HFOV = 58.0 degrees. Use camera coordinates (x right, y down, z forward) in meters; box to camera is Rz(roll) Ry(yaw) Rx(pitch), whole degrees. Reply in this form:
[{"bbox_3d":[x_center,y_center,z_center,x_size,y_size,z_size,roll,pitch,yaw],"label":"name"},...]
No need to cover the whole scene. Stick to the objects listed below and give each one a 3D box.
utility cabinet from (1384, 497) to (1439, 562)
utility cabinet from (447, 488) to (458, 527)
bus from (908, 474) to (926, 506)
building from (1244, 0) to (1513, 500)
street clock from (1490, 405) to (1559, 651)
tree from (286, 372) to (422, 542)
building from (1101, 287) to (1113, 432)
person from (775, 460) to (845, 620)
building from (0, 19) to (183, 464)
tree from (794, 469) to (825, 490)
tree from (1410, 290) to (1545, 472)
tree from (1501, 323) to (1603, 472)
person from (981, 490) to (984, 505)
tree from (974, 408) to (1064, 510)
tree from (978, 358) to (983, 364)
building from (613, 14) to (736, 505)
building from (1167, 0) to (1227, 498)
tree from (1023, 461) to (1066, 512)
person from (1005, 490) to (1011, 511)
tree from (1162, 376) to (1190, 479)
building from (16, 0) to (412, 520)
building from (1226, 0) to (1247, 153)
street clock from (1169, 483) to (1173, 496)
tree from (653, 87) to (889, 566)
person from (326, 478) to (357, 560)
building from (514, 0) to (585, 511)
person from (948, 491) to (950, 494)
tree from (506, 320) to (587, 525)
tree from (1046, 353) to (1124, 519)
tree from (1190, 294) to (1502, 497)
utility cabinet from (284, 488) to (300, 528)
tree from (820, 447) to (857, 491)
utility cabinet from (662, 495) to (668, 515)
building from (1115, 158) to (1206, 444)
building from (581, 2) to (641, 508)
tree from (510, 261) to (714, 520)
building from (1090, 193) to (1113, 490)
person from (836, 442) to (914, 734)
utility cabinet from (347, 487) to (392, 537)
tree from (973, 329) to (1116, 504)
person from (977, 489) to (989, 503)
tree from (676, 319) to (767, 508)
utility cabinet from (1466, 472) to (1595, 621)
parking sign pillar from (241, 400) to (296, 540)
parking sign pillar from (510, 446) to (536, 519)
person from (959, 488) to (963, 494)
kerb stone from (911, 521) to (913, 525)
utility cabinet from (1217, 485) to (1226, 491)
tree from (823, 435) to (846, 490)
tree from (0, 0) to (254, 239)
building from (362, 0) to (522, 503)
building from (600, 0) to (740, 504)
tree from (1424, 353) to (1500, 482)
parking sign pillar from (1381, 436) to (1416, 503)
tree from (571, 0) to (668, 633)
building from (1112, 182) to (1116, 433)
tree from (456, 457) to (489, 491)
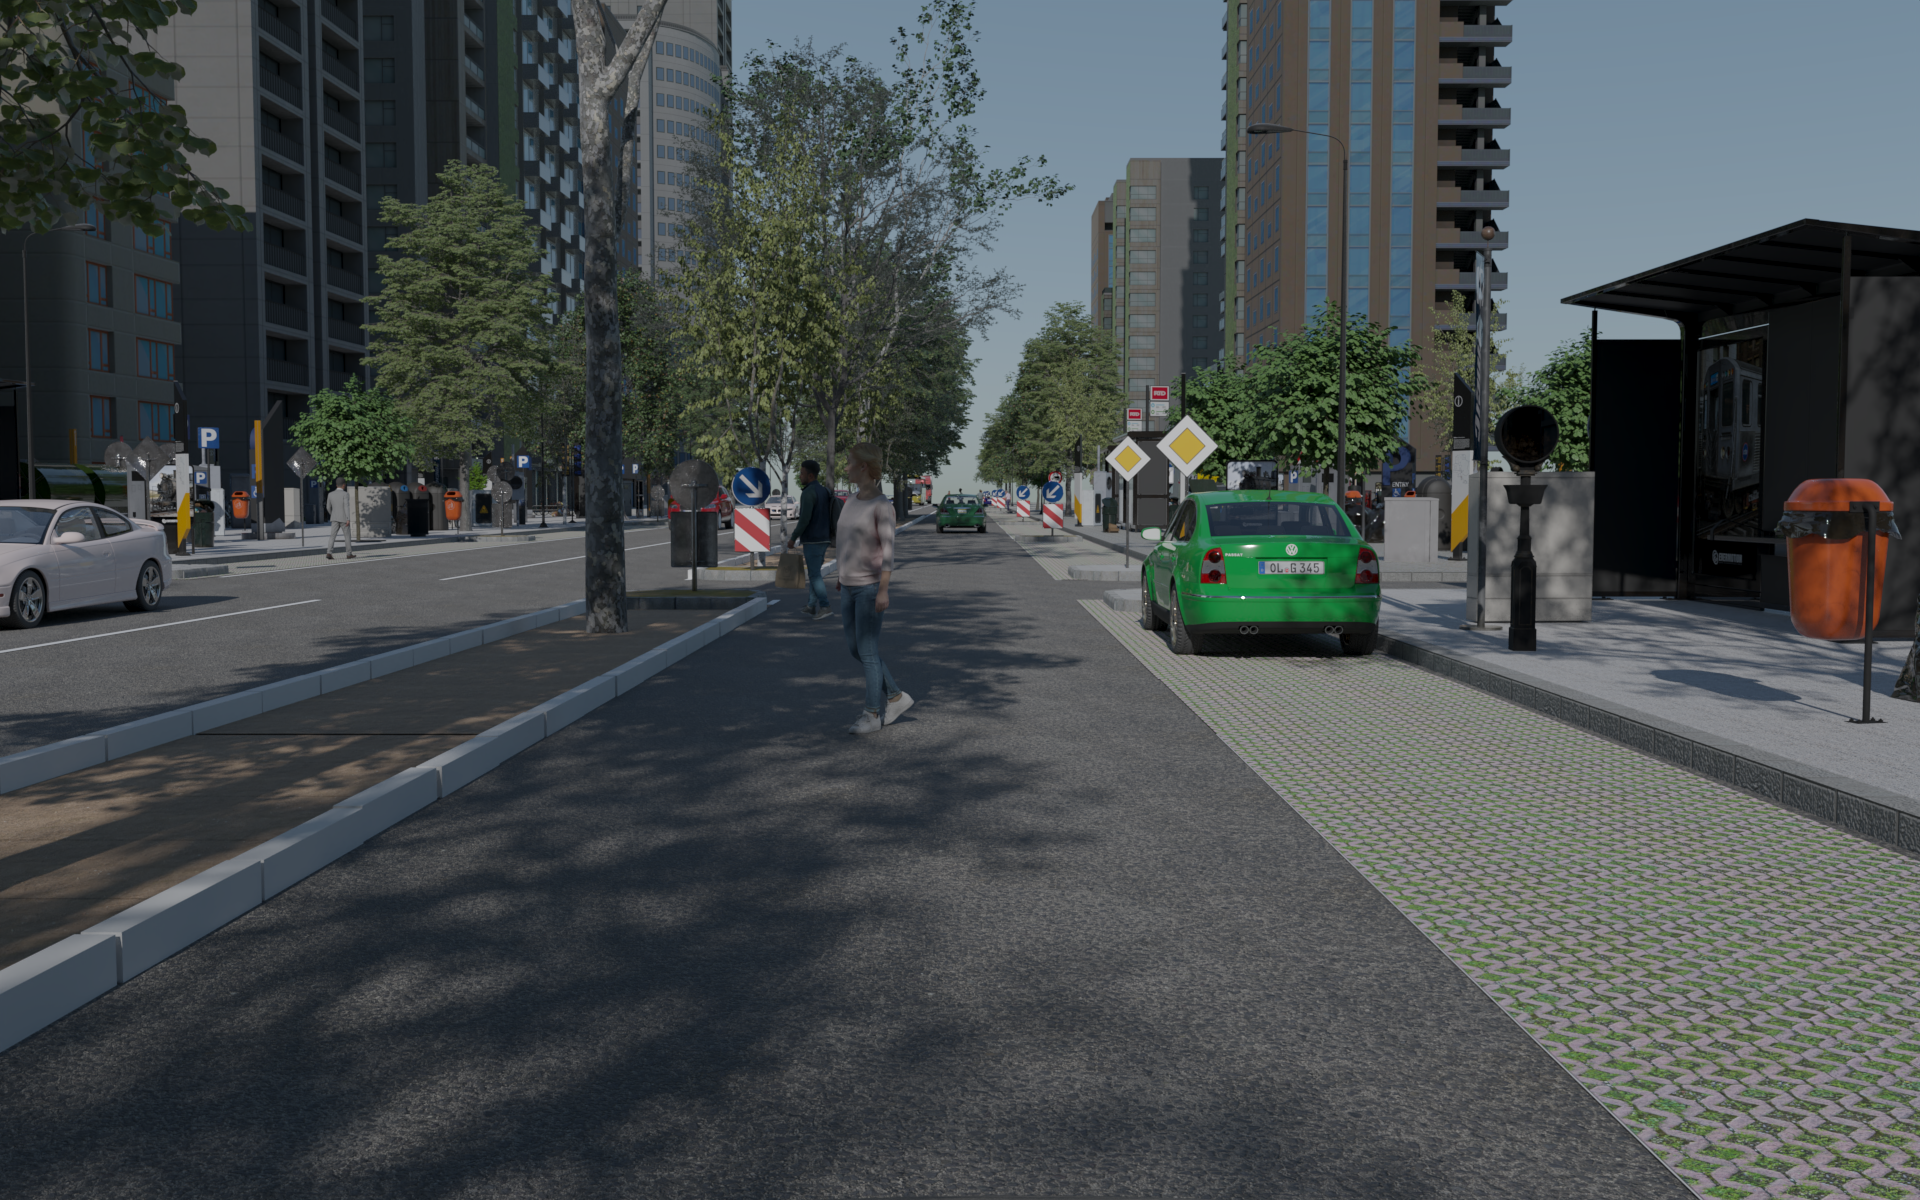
[{"bbox_3d":[8.582,-1.332,32.940,0.306,1.237,1.020,-3,5,-42],"label":"utility cabinet"},{"bbox_3d":[-19.791,-3.518,66.199,1.173,1.500,0.318,1,4,12],"label":"utility cabinet"},{"bbox_3d":[-5.757,-13.630,214.403,2.896,3.916,12.252,0,4,1],"label":"bus"},{"bbox_3d":[26.762,-28.342,113.504,14.600,45.320,14.200,0,4,0],"label":"building"},{"bbox_3d":[4.619,-0.587,14.171,0.471,2.002,0.358,0,4,6],"label":"street clock"},{"bbox_3d":[-16.346,-3.860,46.827,4.285,4.588,4.351,0,3,0],"label":"tree"},{"bbox_3d":[26.503,-28.757,241.883,14.160,30.474,14.107,0,4,0],"label":"building"},{"bbox_3d":[-1.709,-0.691,19.787,0.713,1.824,0.794,3,5,42],"label":"person"},{"bbox_3d":[-46.321,-13.001,57.608,27.650,21.520,28.899,0,4,0],"label":"building"},{"bbox_3d":[-15.810,-12.164,182.590,4.285,4.588,4.351,0,3,0],"label":"tree"},{"bbox_3d":[18.178,-6.810,61.699,4.737,8.622,4.395,0,3,0],"label":"tree"},{"bbox_3d":[12.143,-3.037,33.376,4.285,4.588,4.351,0,3,0],"label":"tree"},{"bbox_3d":[2.176,-10.374,178.104,0.705,1.826,1.348,-2,4,-24],"label":"person"},{"bbox_3d":[6.315,-14.345,168.949,8.767,10.594,7.601,-1,4,-20],"label":"tree"},{"bbox_3d":[-3.261,-11.171,91.763,9.857,13.997,8.962,0,3,0],"label":"tree"},{"bbox_3d":[-40.544,-41.217,215.902,21.231,58.520,28.212,0,4,0],"label":"building"},{"bbox_3d":[31.038,-51.176,149.399,22.319,86.520,31.000,0,4,0],"label":"building"},{"bbox_3d":[6.262,-8.800,127.590,4.285,4.588,4.351,0,3,0],"label":"tree"},{"bbox_3d":[3.597,-7.498,132.035,0.436,1.711,0.756,3,5,44],"label":"person"},{"bbox_3d":[6.091,-3.412,39.499,4.285,4.588,4.351,0,3,0],"label":"tree"},{"bbox_3d":[-40.379,-39.787,88.764,20.563,71.187,20.611,0,4,0],"label":"building"},{"bbox_3d":[26.415,-27.165,127.746,14.154,41.232,14.086,0,4,0],"label":"building"},{"bbox_3d":[8.614,-4.130,72.096,0.471,2.002,0.358,-1,4,-20],"label":"street clock"},{"bbox_3d":[-3.642,-4.807,31.419,4.737,8.622,4.395,0,3,0],"label":"tree"},{"bbox_3d":[-13.538,-1.774,37.785,0.678,1.792,0.850,1,4,15],"label":"person"},{"bbox_3d":[-41.712,-31.479,134.287,23.786,49.044,30.456,0,4,0],"label":"building"},{"bbox_3d":[-1.233,-11.885,202.752,0.705,1.831,1.348,3,5,44],"label":"person"},{"bbox_3d":[-16.879,-7.484,72.726,4.360,8.622,3.978,0,3,0],"label":"tree"},{"bbox_3d":[6.180,-8.552,90.193,4.737,8.622,4.395,0,3,0],"label":"tree"},{"bbox_3d":[6.167,-2.748,28.650,4.285,4.588,4.351,0,3,0],"label":"tree"},{"bbox_3d":[-25.051,-3.404,64.327,1.173,1.500,0.318,2,4,25],"label":"utility cabinet"},{"bbox_3d":[-16.191,-20.543,252.880,9.611,12.733,9.660,0,3,0],"label":"tree"},{"bbox_3d":[-17.908,-5.753,105.217,0.306,1.237,1.020,1,4,19],"label":"utility cabinet"},{"bbox_3d":[27.214,-32.393,213.219,14.154,41.232,14.086,0,4,0],"label":"building"},{"bbox_3d":[-37.327,-30.982,156.671,14.600,45.320,14.200,0,4,0],"label":"building"},{"bbox_3d":[-16.897,-10.297,85.362,9.611,12.733,9.660,0,3,0],"label":"tree"},{"bbox_3d":[26.782,-37.097,256.645,14.600,45.320,14.200,0,4,0],"label":"building"},{"bbox_3d":[-0.528,-0.083,10.534,0.598,1.740,0.731,-3,5,-43],"label":"person"},{"bbox_3d":[-17.376,-2.586,50.968,1.173,1.500,0.318,-2,4,-29],"label":"utility cabinet"},{"bbox_3d":[6.434,-12.267,117.574,9.611,12.733,9.660,0,3,0],"label":"tree"},{"bbox_3d":[1.633,-8.023,139.765,1.350,1.814,0.705,0,4,-1],"label":"person"},{"bbox_3d":[-16.261,-13.204,122.534,9.857,13.997,8.962,0,3,0],"label":"tree"},{"bbox_3d":[5.695,-0.528,17.320,1.173,1.500,0.318,0,4,-4],"label":"utility cabinet"},{"bbox_3d":[-19.732,-3.721,49.311,1.447,3.967,1.447,0,4,3],"label":"parking sign pillar"},{"bbox_3d":[-23.162,-6.295,91.389,1.447,3.967,1.447,3,4,37],"label":"parking sign pillar"},{"bbox_3d":[0.020,-5.743,102.735,0.374,1.781,0.599,1,4,15],"label":"person"},{"bbox_3d":[-2.255,-3.283,75.876,0.120,0.150,1.000,0,4,0],"label":"kerb stone"},{"bbox_3d":[6.907,-2.142,43.701,1.173,1.500,0.318,3,4,38],"label":"utility cabinet"},{"bbox_3d":[-15.391,-17.477,220.168,8.767,10.594,7.601,2,4,28],"label":"tree"},{"bbox_3d":[-3.573,-5.116,4.226,7.486,12.596,7.792,0,3,0],"label":"tree"},{"bbox_3d":[-37.222,-26.203,112.017,14.154,41.232,14.086,0,4,0],"label":"building"},{"bbox_3d":[-39.976,-49.041,240.067,20.563,71.187,20.611,0,4,0],"label":"building"},{"bbox_3d":[26.424,-8.653,91.833,4.360,8.622,3.978,0,3,0],"label":"tree"},{"bbox_3d":[17.700,-4.979,69.885,1.447,3.967,1.447,3,4,36],"label":"parking sign pillar"},{"bbox_3d":[-2.438,-9.668,16.420,12.611,20.169,13.585,0,3,0],"label":"tree"},{"bbox_3d":[26.879,-33.255,227.306,14.154,41.232,14.086,0,4,0],"label":"building"},{"bbox_3d":[-24.821,-5.782,89.138,1.663,3.219,1.824,0,3,0],"label":"tree"}]
